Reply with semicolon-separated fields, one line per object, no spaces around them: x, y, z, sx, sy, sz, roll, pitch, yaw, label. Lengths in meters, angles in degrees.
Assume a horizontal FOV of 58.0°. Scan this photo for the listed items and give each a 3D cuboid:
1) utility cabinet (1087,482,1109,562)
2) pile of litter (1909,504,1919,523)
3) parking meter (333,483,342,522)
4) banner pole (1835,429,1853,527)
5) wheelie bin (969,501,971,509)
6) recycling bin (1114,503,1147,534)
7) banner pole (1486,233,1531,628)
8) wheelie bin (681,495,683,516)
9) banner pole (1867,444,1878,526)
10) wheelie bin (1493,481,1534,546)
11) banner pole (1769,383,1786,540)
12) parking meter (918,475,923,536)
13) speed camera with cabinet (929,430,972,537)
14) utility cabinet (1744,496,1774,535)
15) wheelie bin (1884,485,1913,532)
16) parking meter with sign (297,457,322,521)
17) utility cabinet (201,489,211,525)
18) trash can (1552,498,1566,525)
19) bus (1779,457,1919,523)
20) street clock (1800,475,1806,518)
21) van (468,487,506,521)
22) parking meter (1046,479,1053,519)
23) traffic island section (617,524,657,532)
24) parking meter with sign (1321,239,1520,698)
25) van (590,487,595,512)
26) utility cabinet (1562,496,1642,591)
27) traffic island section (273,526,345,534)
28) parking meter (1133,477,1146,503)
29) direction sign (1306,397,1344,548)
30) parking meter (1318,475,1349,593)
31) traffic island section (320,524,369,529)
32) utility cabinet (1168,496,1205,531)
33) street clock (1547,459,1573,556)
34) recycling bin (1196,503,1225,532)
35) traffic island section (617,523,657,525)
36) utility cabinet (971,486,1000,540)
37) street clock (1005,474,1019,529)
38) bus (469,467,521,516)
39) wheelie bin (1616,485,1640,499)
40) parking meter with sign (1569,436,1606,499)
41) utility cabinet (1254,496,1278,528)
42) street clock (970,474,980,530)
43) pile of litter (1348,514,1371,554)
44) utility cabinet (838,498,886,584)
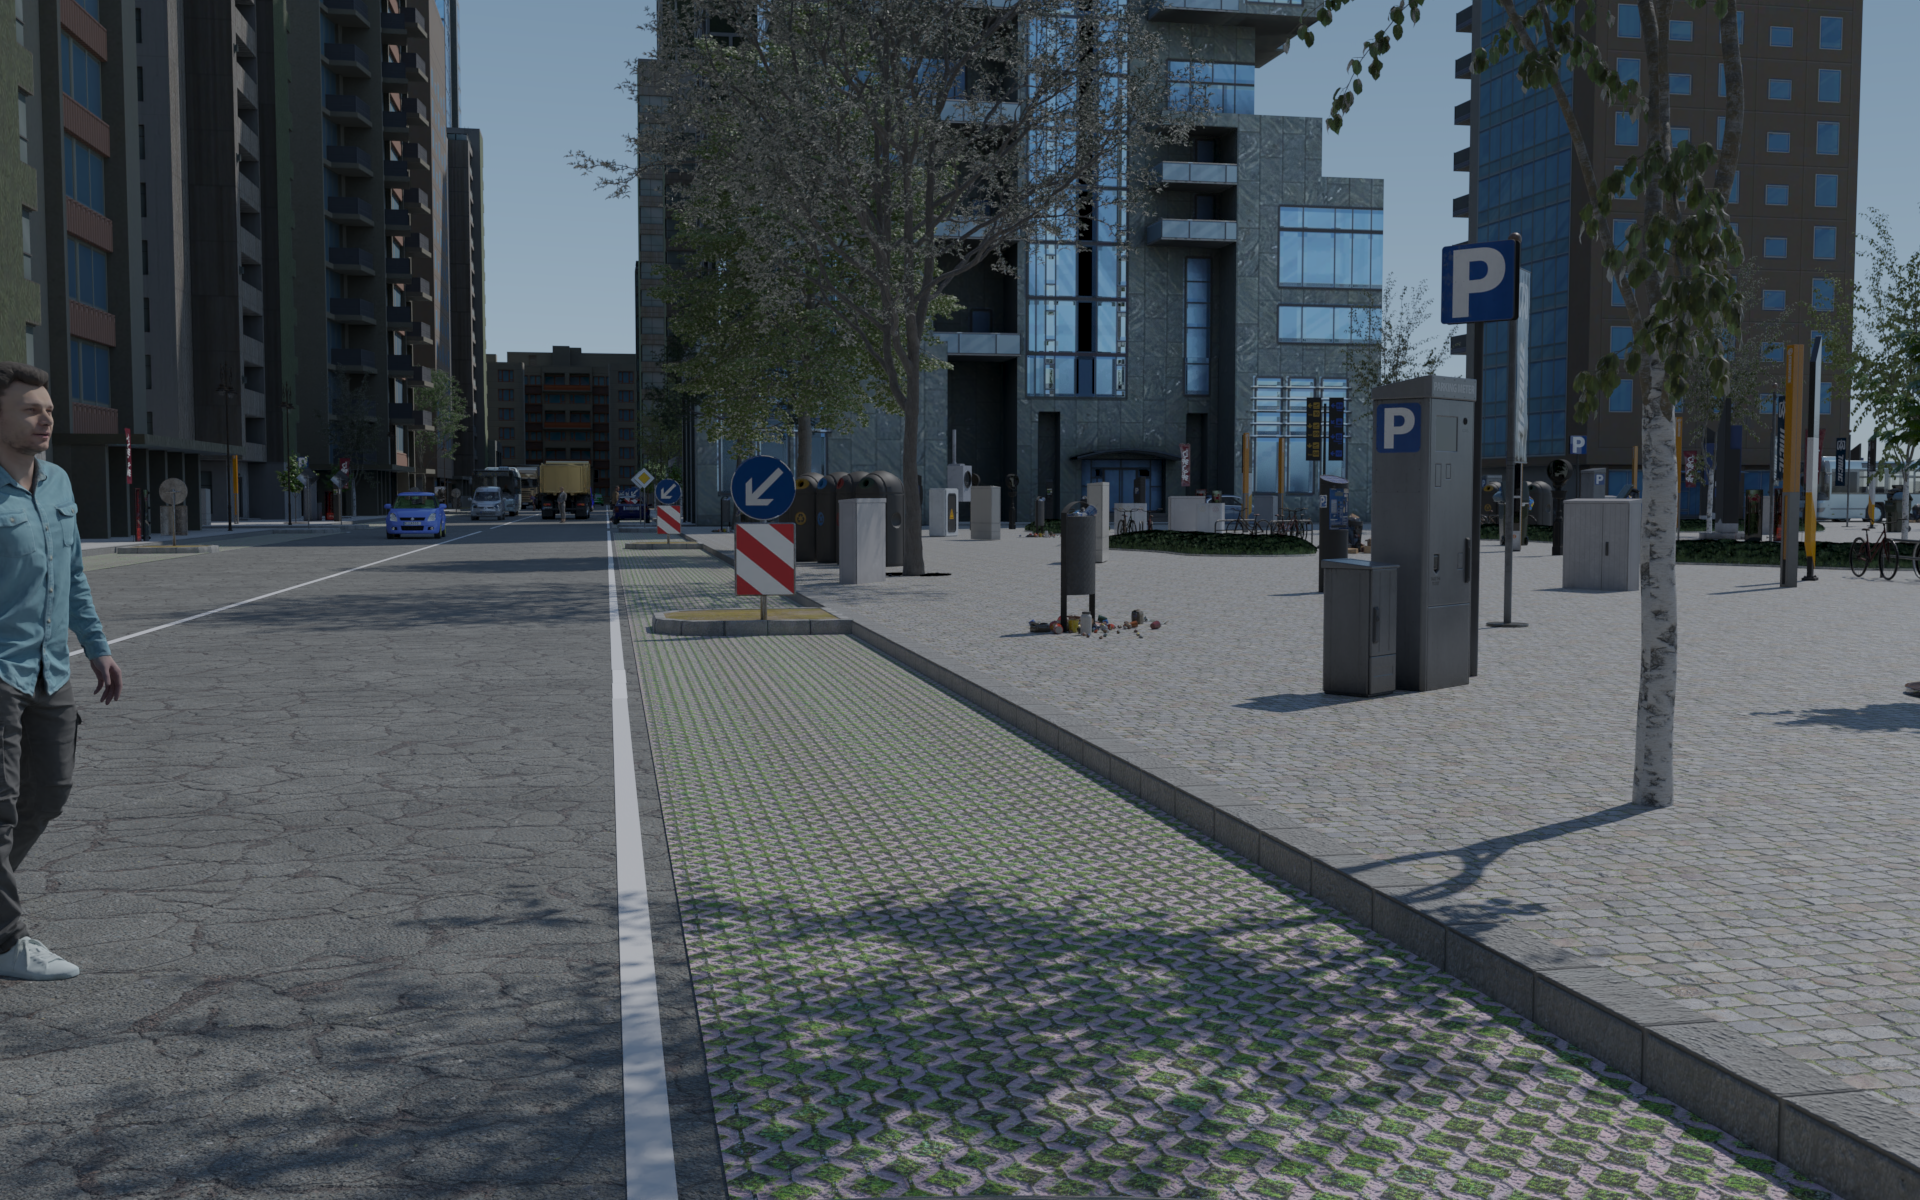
2.587;-1.464;32.611;0.318;1.500;1.173;1;4;11;utility cabinet
42.883;-3.869;77.224;1.719;0.858;1.176;1;4;9;pile of litter
-28.894;-4.567;80.383;0.255;1.863;0.399;0;4;5;parking meter
34.365;-4.730;67.351;0.401;3.779;0.863;-1;4;-21;banner pole
0.116;-5.518;98.122;0.693;1.594;0.980;-3;4;-36;wheelie bin
4.662;-2.131;47.400;0.722;1.027;0.722;-1;4;-12;recycling bin
5.434;-1.644;16.896;0.401;3.779;0.863;2;4;31;banner pole
-15.351;-5.510;97.991;0.693;1.594;0.980;0;4;4;wheelie bin
36.483;-4.851;69.337;0.401;3.779;0.863;0;4;4;banner pole
13.807;-2.166;43.316;0.980;1.594;0.693;0;4;5;wheelie bin
18.396;-2.992;38.938;0.401;3.779;0.863;0;4;-4;banner pole
-1.202;-2.474;46.158;0.399;1.863;0.255;-1;4;-14;parking meter
-0.278;-3.565;52.616;0.660;3.252;2.038;1;4;23;speed camera with cabinet
25.508;-2.683;55.030;1.020;1.237;0.306;3;5;44;utility cabinet
31.583;-3.082;58.304;0.693;1.594;0.980;0;4;-7;wheelie bin
-30.850;-5.259;82.251;0.543;3.016;1.738;0;4;1;parking meter with sign
-31.225;-3.799;70.784;1.173;1.500;0.318;1;4;13;utility cabinet
22.259;-3.248;64.755;0.748;1.137;0.748;0;3;0;trash can
44.704;-5.300;81.516;13.247;3.499;2.948;-1;4;-12;bus
31.429;-3.655;64.334;0.471;2.002;0.358;-2;4;-33;street clock
-25.975;-5.400;95.307;2.013;2.044;4.112;-1;4;-11;van
3.534;-3.844;68.560;0.255;1.863;0.399;0;4;0;parking meter
-12.007;-2.679;66.087;2.009;0.180;2.903;-1;4;-12;traffic island section
3.050;-0.933;11.512;0.543;3.016;1.738;3;5;43;parking meter with sign
-31.104;-8.413;141.944;2.240;2.365;5.245;-1;4;-10;van
8.626;-0.743;23.316;0.306;1.237;1.020;-2;4;-34;utility cabinet
-23.953;-2.531;63.659;2.009;0.180;2.903;-1;4;-12;traffic island section
6.093;-3.249;58.830;0.255;1.863;0.399;-2;4;-33;parking meter
8.545;-2.974;40.621;0.876;3.537;0.379;0;4;-1;direction sign
4.877;-0.868;22.607;0.372;1.533;0.369;0;3;0;parking meter
-25.552;-3.009;71.483;2.009;0.180;2.903;-1;4;-12;traffic island section
6.512;-2.363;49.797;1.020;1.237;0.306;0;4;-7;utility cabinet
12.506;-1.932;36.165;0.471;2.002;0.358;3;5;44;street clock
6.971;-2.182;48.230;0.722;1.027;0.722;1;4;15;recycling bin
-13.606;-3.158;73.911;2.009;0.180;2.903;-1;4;-12;traffic island section
0.717;-2.419;48.223;0.318;1.500;1.173;-2;4;-29;utility cabinet
1.899;-3.571;62.963;0.471;2.002;0.358;-3;4;-38;street clock
-30.634;-7.332;114.740;2.948;3.499;13.247;-1;4;-12;bus
22.217;-3.037;57.571;0.693;1.594;0.980;0;4;-3;wheelie bin
18.610;-3.345;50.959;0.543;3.016;1.738;-1;4;-12;parking meter with sign
11.744;-3.385;66.510;0.306;1.237;1.020;-2;4;-35;utility cabinet
0.460;-3.472;61.339;0.471;2.002;0.358;1;4;14;street clock
8.786;-1.455;37.755;1.719;0.858;1.176;-1;4;-21;pile of litter
-1.414;-0.850;25.053;0.306;1.237;1.020;1;4;22;utility cabinet
